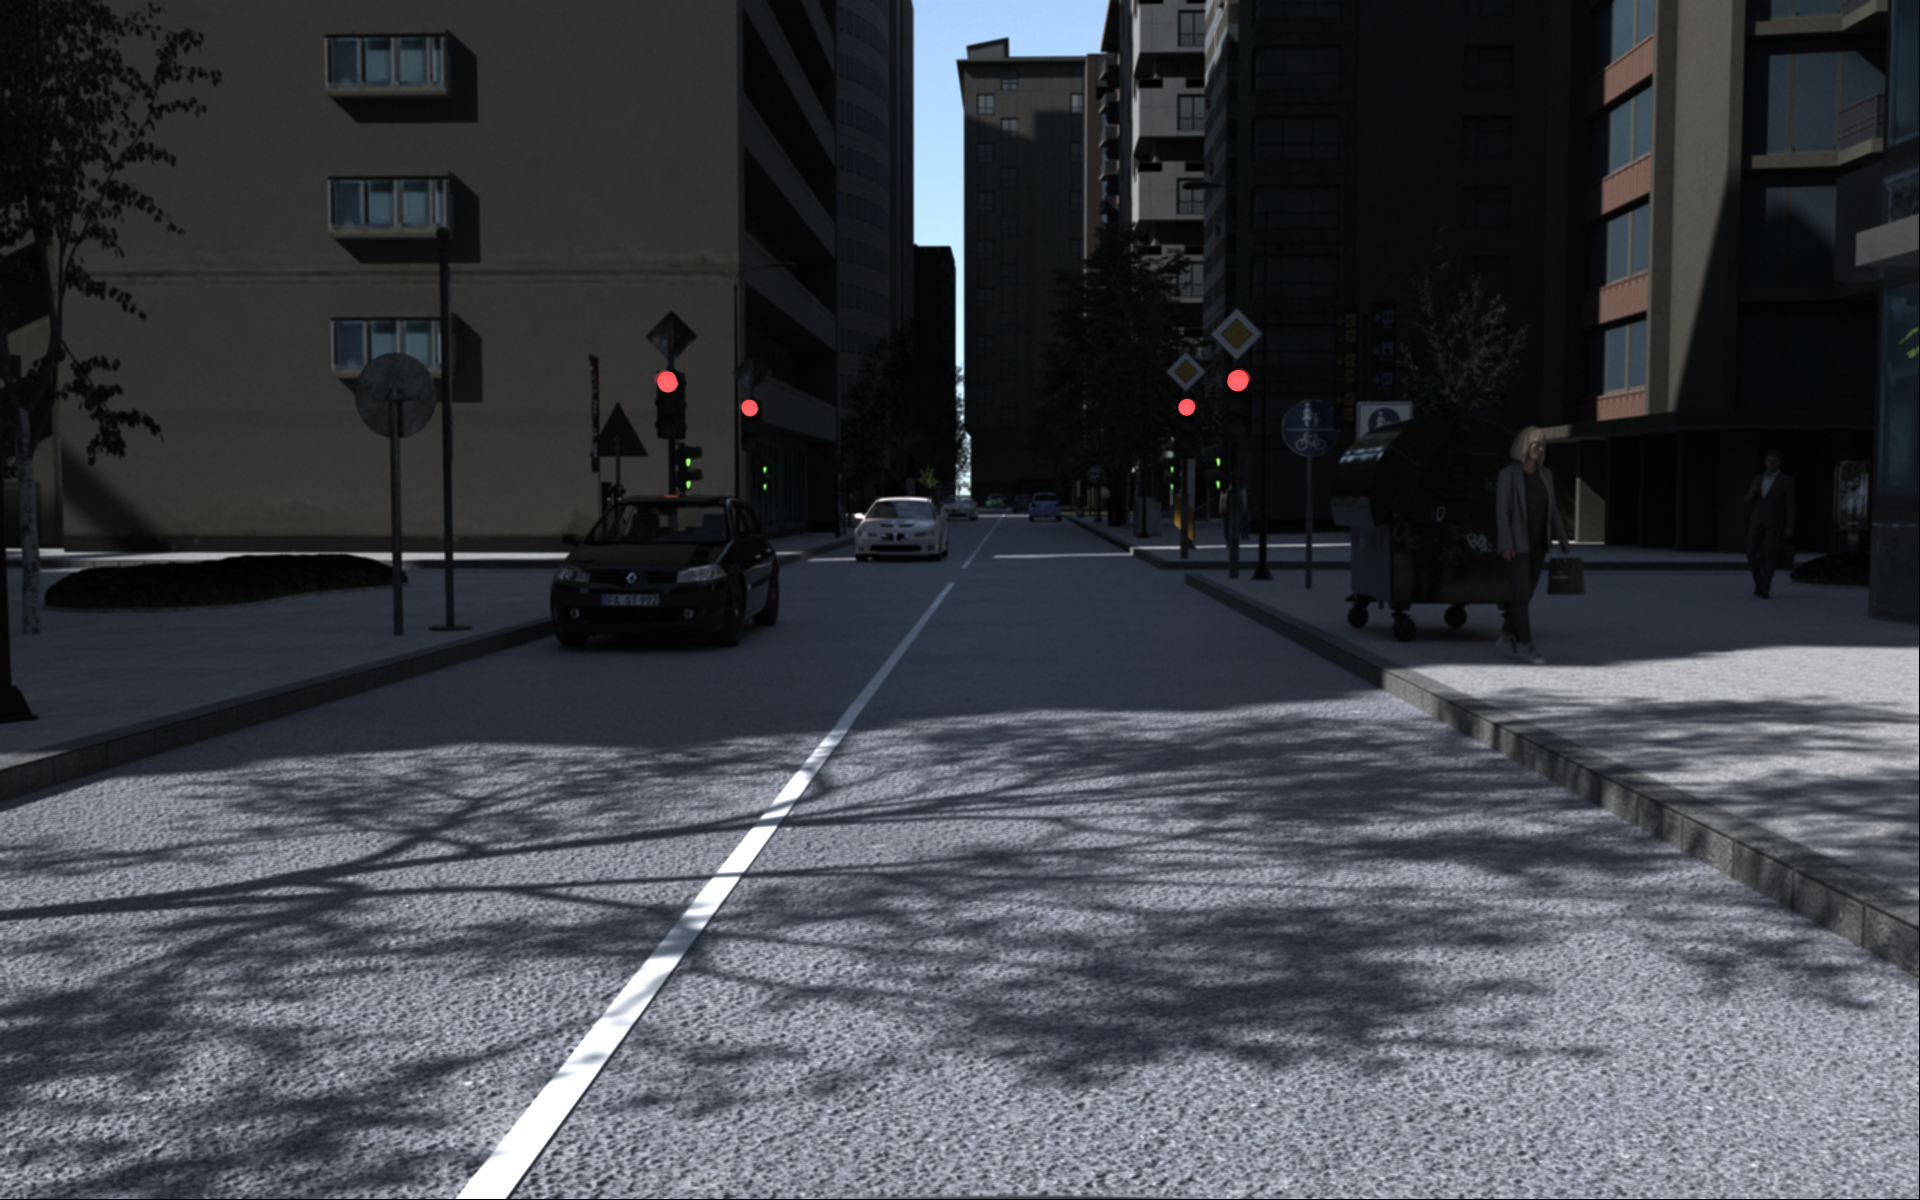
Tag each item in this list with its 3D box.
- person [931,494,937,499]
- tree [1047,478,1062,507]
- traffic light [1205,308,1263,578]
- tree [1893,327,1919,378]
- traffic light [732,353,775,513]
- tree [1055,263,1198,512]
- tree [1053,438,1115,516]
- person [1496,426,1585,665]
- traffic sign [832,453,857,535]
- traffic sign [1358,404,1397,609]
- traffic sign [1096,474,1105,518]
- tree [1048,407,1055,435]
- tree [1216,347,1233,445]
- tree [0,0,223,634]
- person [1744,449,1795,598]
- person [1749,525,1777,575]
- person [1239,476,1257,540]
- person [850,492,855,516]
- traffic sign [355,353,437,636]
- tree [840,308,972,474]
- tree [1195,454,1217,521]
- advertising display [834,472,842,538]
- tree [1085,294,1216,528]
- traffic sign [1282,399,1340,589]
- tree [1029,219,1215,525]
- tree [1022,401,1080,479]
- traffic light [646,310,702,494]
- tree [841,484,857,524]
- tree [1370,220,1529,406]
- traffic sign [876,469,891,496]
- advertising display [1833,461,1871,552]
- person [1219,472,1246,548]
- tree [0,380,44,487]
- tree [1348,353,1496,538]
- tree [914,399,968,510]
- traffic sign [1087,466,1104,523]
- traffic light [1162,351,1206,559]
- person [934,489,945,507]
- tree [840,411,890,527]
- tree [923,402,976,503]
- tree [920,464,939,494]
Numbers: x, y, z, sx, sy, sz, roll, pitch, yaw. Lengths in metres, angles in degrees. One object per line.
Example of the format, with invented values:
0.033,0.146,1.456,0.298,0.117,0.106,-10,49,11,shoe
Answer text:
-1.795,-6.729,116.594,0.750,1.759,0.617,1,4,13,person
9.953,-11.148,176.877,1.663,3.219,1.824,0,3,0,tree
4.155,-2.285,26.277,0.839,4.253,0.868,0,4,2,traffic light
5.325,-0.821,8.026,1.663,3.219,1.824,0,3,0,tree
-4.124,-2.790,34.538,0.839,4.253,0.868,0,4,2,traffic light
5.690,-6.455,55.897,4.737,8.622,4.395,0,3,0,tree
7.657,-7.211,101.617,4.285,4.588,4.351,0,3,0,tree
4.409,-0.434,13.327,0.709,1.800,0.728,-1,4,-17,person
-3.609,-3.296,54.001,0.768,2.556,0.104,0,4,8,traffic sign
4.699,-1.047,19.253,0.606,2.300,0.079,0,4,3,traffic sign
7.035,-5.386,88.163,0.768,2.556,0.104,1,4,10,traffic sign
8.382,-10.655,124.572,4.737,8.622,4.395,0,3,0,tree
11.314,-7.944,80.254,4.360,8.622,3.978,0,3,0,tree
-8.582,-3.983,15.479,4.360,8.622,3.978,0,3,0,tree
10.029,-0.945,21.460,0.622,1.834,0.822,3,4,37,person
14.152,-1.317,30.460,0.534,1.772,0.576,3,5,39,person
7.967,-2.586,48.669,0.623,1.781,0.721,-1,4,-16,person
-6.535,-5.785,103.225,0.503,1.515,0.523,3,5,44,person
-5.101,-0.951,15.657,0.768,2.556,0.104,0,4,7,traffic sign
-2.867,-9.301,86.491,7.601,10.594,8.767,1,4,11,tree
11.813,-5.474,84.094,1.663,3.219,1.824,0,3,0,tree
-3.605,-2.819,51.297,0.123,1.923,0.974,0,4,3,advertising display
6.484,-7.008,64.944,4.360,8.622,3.978,0,3,0,tree
4.730,-1.426,23.421,0.768,2.556,0.104,1,4,8,traffic sign
6.765,-9.443,72.527,7.486,12.596,7.792,0,3,0,tree
10.295,-15.937,186.321,9.928,11.665,9.643,0,3,0,tree
-4.401,-2.302,26.557,0.839,4.253,0.868,0,4,2,traffic light
-5.194,-4.948,75.501,1.663,3.219,1.824,0,3,0,tree
12.977,-5.881,46.509,4.360,8.622,3.978,0,3,0,tree
-3.117,-4.199,70.780,0.606,2.300,0.079,0,4,8,traffic sign
17.469,-1.757,33.940,0.974,1.923,0.123,-2,4,-30,advertising display
6.571,-2.159,41.528,0.709,1.800,0.728,0,4,7,person
-13.416,-1.740,23.050,1.663,3.219,1.824,0,3,0,tree
6.496,-1.791,23.880,1.663,3.219,1.824,0,3,0,tree
-1.503,-10.644,124.384,4.360,8.622,3.978,0,3,0,tree
6.083,-4.748,77.729,0.768,2.556,0.104,0,4,4,traffic sign
4.432,-2.773,34.258,0.839,4.253,0.868,0,4,2,traffic light
-1.746,-8.372,143.719,1.217,1.735,0.721,2,4,30,person
-4.400,-5.193,68.615,4.285,4.588,4.351,0,3,0,tree
-1.179,-11.060,131.190,4.737,8.622,4.395,0,3,0,tree
-2.071,-7.274,113.536,1.663,3.219,1.824,0,3,0,tree
